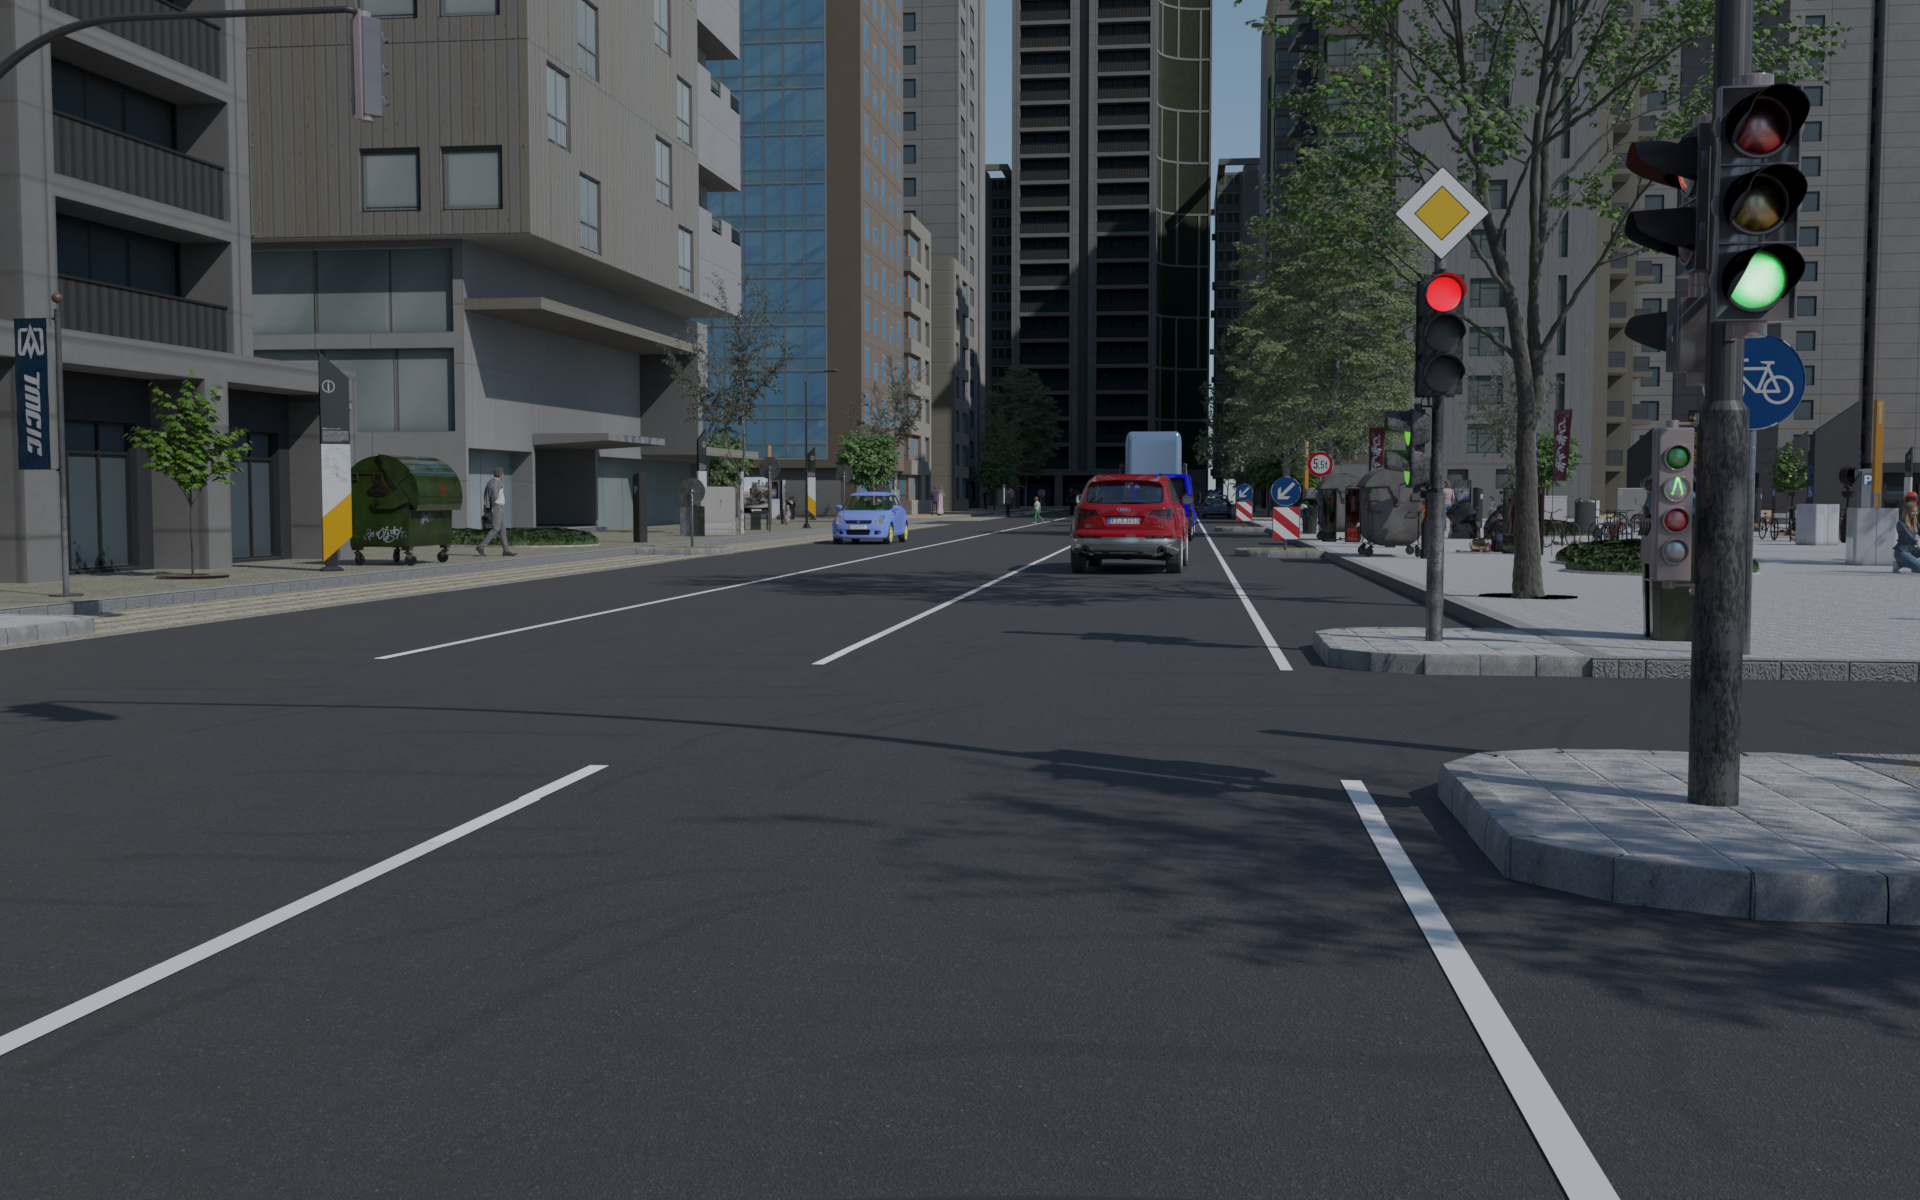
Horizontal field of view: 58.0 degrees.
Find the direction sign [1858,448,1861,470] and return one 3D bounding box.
[{"bbox_3d":[44.074,-5.732,85.719,0.876,3.537,0.379,1,4,12],"label":"direction sign"}]

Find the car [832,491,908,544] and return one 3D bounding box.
[{"bbox_3d":[-2.608,-2.504,50.528,1.945,1.707,3.694,1,4,8],"label":"car"}]

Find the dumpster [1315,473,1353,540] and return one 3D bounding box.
[{"bbox_3d":[10.630,-2.607,48.382,1.264,1.857,1.865,0,4,7],"label":"dumpster"}]

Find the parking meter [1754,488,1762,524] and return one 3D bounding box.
[{"bbox_3d":[32.101,-3.756,69.827,0.372,1.533,0.369,0,3,0],"label":"parking meter"}]

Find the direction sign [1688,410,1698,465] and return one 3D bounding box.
[{"bbox_3d":[20.004,-3.338,46.570,0.876,3.537,0.379,2,4,31],"label":"direction sign"}]

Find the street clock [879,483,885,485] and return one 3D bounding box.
[{"bbox_3d":[-3.695,-4.887,84.475,0.471,2.002,0.358,0,4,5],"label":"street clock"}]

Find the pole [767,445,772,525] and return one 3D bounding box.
[{"bbox_3d":[-7.967,-4.808,72.457,0.158,3.312,0.155,0,3,0],"label":"pole"}]

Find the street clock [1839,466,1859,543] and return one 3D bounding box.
[{"bbox_3d":[23.272,-2.497,45.395,0.471,2.002,0.358,-2,4,-24],"label":"street clock"}]

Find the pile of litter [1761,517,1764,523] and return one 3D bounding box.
[{"bbox_3d":[35.802,-3.823,76.476,1.719,0.858,1.176,-2,4,-24],"label":"pile of litter"}]

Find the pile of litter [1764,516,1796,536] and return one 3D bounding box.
[{"bbox_3d":[25.887,-2.393,53.094,1.176,0.858,1.719,-2,4,-29],"label":"pile of litter"}]

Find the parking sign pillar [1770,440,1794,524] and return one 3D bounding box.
[{"bbox_3d":[35.490,-5.236,74.089,1.447,3.967,1.447,0,4,3],"label":"parking sign pillar"}]

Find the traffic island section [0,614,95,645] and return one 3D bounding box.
[{"bbox_3d":[-9.960,0.326,16.953,2.009,0.180,2.903,0,4,7],"label":"traffic island section"}]

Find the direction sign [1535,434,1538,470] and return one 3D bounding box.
[{"bbox_3d":[21.386,-4.451,64.772,0.379,3.537,0.876,3,5,40],"label":"direction sign"}]

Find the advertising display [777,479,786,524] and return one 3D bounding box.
[{"bbox_3d":[-7.522,-4.182,73.588,0.123,1.923,0.974,0,4,3],"label":"advertising display"}]

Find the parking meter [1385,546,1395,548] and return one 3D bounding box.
[{"bbox_3d":[10.332,-2.192,41.547,0.255,1.863,0.399,1,4,14],"label":"parking meter"}]

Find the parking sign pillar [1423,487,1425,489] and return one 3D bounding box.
[{"bbox_3d":[19.994,-5.355,76.030,1.447,3.967,1.447,3,4,37],"label":"parking sign pillar"}]

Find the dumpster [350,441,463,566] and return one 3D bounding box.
[{"bbox_3d":[-10.192,-1.783,31.645,1.502,2.255,1.985,0,4,7],"label":"dumpster"}]

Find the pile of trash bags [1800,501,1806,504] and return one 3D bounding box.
[{"bbox_3d":[30.194,-3.089,60.259,1.912,1.369,3.447,1,4,17],"label":"pile of trash bags"}]

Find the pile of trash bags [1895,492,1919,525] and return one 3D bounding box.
[{"bbox_3d":[37.483,-3.570,68.127,1.912,1.369,3.447,2,4,30],"label":"pile of trash bags"}]

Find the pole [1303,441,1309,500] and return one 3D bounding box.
[{"bbox_3d":[13.240,-4.434,66.338,0.158,3.312,0.155,0,3,0],"label":"pole"}]

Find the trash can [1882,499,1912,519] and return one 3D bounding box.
[{"bbox_3d":[26.416,-2.277,48.877,0.748,1.137,0.748,0,3,0],"label":"trash can"}]

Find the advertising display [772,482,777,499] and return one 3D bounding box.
[{"bbox_3d":[-9.798,-5.143,89.293,0.974,1.923,0.123,2,4,29],"label":"advertising display"}]

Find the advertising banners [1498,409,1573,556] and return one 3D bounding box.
[{"bbox_3d":[12.131,-2.467,36.525,0.090,3.025,2.074,-2,4,-24],"label":"advertising banners"}]

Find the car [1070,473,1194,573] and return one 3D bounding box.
[{"bbox_3d":[3.278,-1.486,32.962,2.281,1.827,5.304,1,4,9],"label":"car"}]

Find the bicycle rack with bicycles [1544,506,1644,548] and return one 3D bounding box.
[{"bbox_3d":[14.958,-1.706,41.268,2.925,0.926,2.852,-3,5,-42],"label":"bicycle rack with bicycles"}]

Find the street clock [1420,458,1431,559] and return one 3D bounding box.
[{"bbox_3d":[9.260,-1.820,34.328,0.358,2.002,0.471,0,4,-8],"label":"street clock"}]

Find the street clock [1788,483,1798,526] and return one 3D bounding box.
[{"bbox_3d":[32.619,-3.871,67.858,0.471,2.002,0.358,-3,5,-40],"label":"street clock"}]

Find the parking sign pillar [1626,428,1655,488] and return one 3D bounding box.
[{"bbox_3d":[27.974,-5.047,70.991,1.447,3.967,1.447,-2,4,-26],"label":"parking sign pillar"}]

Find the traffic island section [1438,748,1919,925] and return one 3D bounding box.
[{"bbox_3d":[3.146,0.921,7.218,2.009,0.180,2.903,0,4,7],"label":"traffic island section"}]

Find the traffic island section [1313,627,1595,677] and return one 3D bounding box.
[{"bbox_3d":[4.164,0.437,15.138,2.009,0.180,2.903,0,4,7],"label":"traffic island section"}]

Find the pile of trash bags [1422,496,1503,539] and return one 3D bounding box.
[{"bbox_3d":[14.562,-2.475,50.223,3.447,1.369,1.912,3,5,42],"label":"pile of trash bags"}]

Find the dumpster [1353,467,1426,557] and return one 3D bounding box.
[{"bbox_3d":[8.927,-1.841,35.866,1.264,1.857,1.865,0,4,7],"label":"dumpster"}]

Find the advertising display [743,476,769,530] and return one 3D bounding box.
[{"bbox_3d":[-7.275,-3.450,61.619,0.974,1.923,0.123,-2,4,-25],"label":"advertising display"}]

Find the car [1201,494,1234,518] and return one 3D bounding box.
[{"bbox_3d":[15.334,-5.596,103.489,2.014,1.417,4.499,1,4,8],"label":"car"}]

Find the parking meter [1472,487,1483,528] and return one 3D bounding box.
[{"bbox_3d":[19.591,-3.496,65.563,0.372,1.533,0.369,0,3,0],"label":"parking meter"}]

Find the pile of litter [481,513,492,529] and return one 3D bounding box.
[{"bbox_3d":[-13.028,-2.030,47.150,1.176,0.858,1.719,3,5,43],"label":"pile of litter"}]

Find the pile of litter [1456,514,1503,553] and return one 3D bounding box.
[{"bbox_3d":[11.821,-1.494,38.399,1.719,0.858,1.176,1,4,9],"label":"pile of litter"}]

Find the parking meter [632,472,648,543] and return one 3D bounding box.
[{"bbox_3d":[-8.480,-2.457,45.886,0.255,1.863,0.399,-3,4,-38],"label":"parking meter"}]

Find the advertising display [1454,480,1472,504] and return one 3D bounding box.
[{"bbox_3d":[22.549,-4.434,77.705,0.123,1.923,0.974,-2,4,-28],"label":"advertising display"}]

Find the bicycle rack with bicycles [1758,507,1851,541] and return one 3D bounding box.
[{"bbox_3d":[23.398,-2.085,47.479,2.852,0.926,2.925,1,4,13],"label":"bicycle rack with bicycles"}]

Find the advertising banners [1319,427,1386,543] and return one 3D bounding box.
[{"bbox_3d":[10.401,-3.041,45.916,0.090,3.025,2.074,-3,5,-41],"label":"advertising banners"}]

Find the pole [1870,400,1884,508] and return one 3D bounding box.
[{"bbox_3d":[19.850,-2.670,37.501,0.158,3.312,0.155,0,3,0],"label":"pole"}]

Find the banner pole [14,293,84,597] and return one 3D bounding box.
[{"bbox_3d":[-11.455,-1.937,21.692,0.863,3.779,0.401,1,4,11],"label":"banner pole"}]

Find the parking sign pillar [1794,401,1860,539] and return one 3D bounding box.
[{"bbox_3d":[25.451,-3.795,50.517,1.447,3.967,1.447,0,4,-1],"label":"parking sign pillar"}]
